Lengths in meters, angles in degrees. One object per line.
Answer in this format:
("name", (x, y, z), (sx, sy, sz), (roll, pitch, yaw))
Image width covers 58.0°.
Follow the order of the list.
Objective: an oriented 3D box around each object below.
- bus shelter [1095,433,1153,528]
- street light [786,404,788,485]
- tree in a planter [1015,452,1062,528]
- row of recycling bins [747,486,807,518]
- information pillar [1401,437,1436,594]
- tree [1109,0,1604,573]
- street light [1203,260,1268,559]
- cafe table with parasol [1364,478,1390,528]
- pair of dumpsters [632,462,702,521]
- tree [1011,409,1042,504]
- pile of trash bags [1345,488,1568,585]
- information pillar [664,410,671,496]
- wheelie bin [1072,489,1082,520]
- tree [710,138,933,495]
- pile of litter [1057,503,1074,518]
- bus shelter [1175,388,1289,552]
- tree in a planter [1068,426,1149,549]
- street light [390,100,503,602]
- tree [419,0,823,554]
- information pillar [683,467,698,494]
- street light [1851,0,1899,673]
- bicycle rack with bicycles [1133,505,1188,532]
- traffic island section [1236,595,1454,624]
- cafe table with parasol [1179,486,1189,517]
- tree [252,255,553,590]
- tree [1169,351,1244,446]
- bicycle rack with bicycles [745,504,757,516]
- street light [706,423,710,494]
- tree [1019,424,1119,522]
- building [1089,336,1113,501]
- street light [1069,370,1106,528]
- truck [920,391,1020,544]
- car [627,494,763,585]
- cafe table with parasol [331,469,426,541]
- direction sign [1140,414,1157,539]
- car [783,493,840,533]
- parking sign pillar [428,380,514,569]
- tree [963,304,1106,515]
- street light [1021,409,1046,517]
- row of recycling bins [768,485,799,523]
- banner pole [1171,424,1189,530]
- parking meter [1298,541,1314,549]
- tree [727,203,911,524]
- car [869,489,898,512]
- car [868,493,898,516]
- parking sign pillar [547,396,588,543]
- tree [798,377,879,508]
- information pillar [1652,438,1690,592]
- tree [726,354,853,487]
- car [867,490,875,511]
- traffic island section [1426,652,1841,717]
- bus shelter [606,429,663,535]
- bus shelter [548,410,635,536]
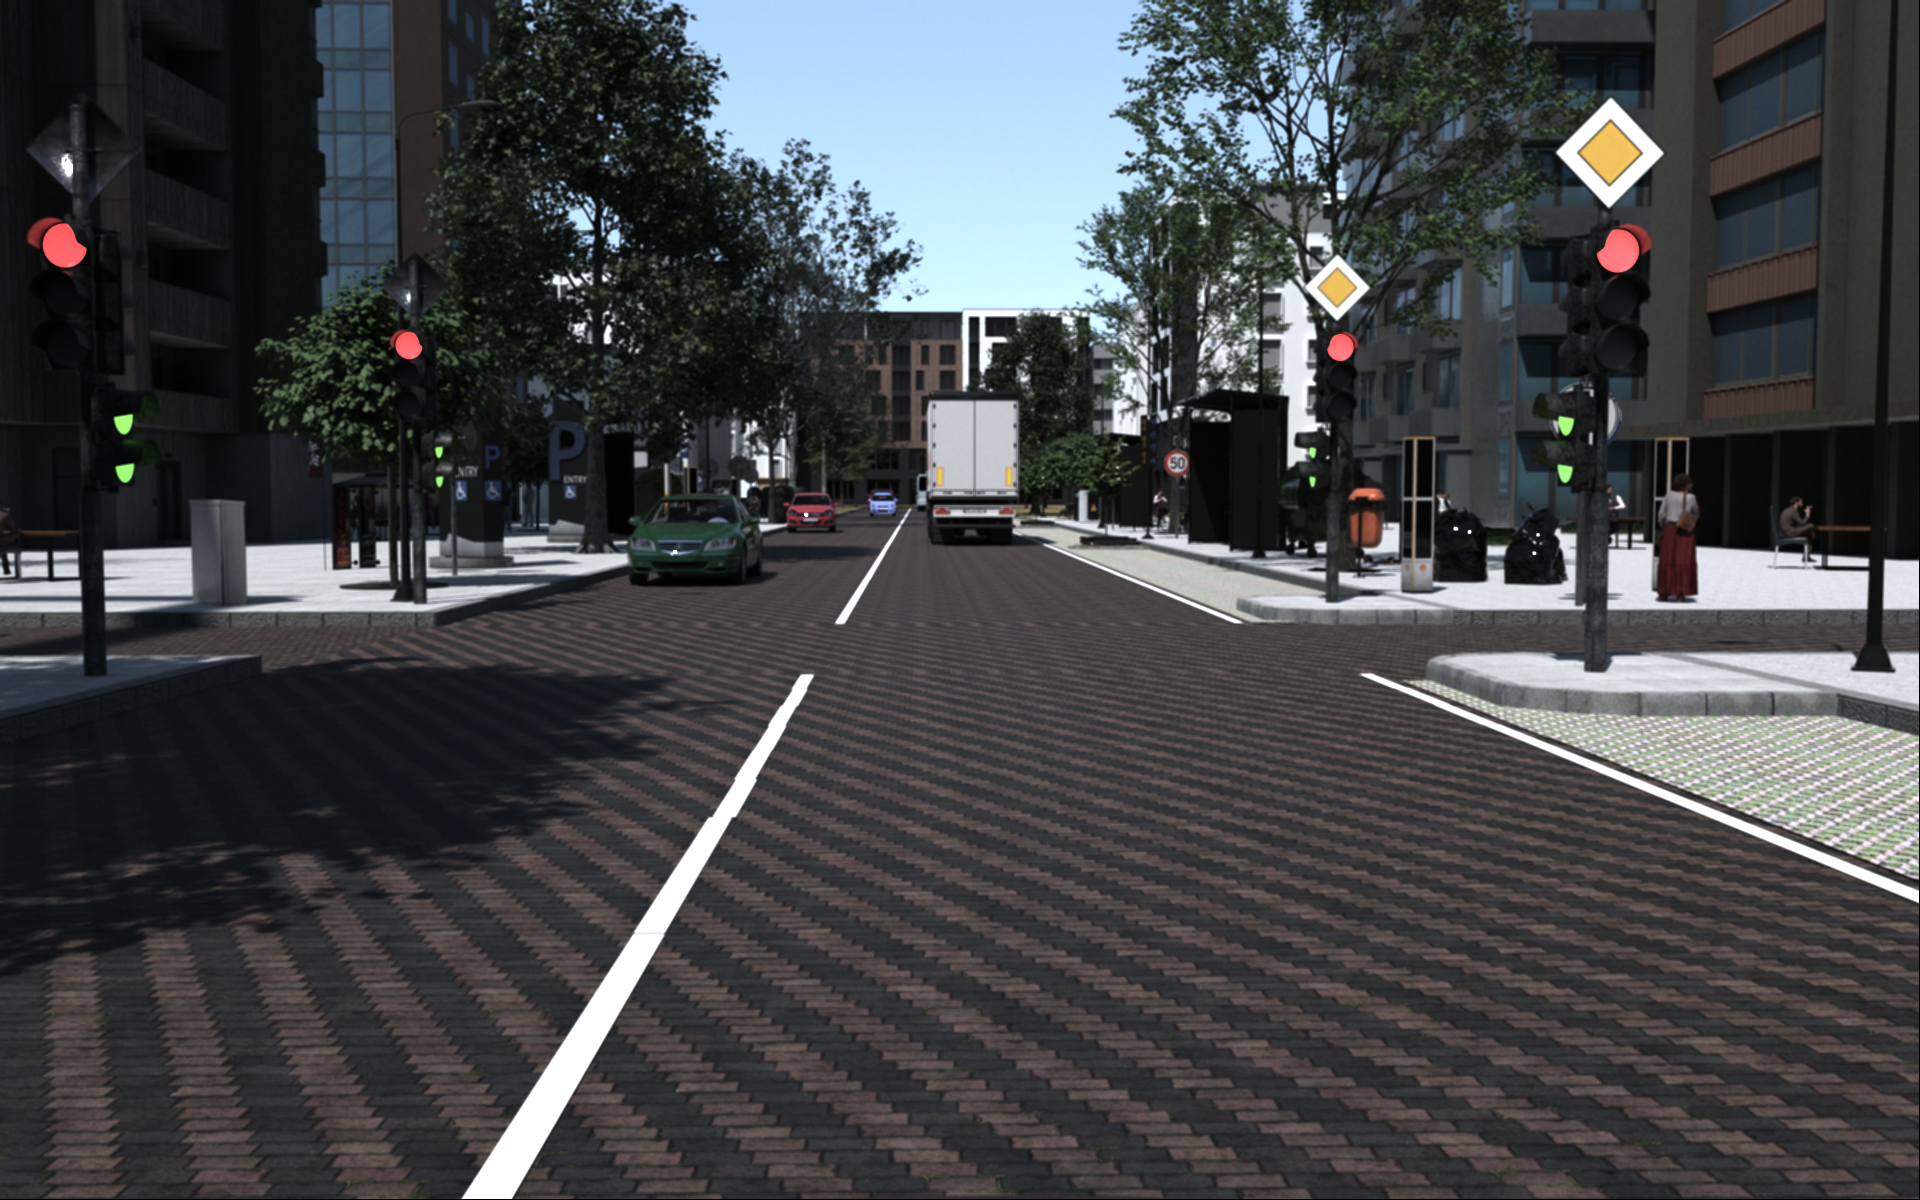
("bus shelter", (6.536, -4.772, 69.307), (1.731, 3.624, 6.357), (0, 4, -1))
("street light", (-7.657, -6.684, 81.823), (1.470, 5.913, 1.316), (0, 4, -1))
("tree in a planter", (3.205, -4.605, 72.513), (1.991, 3.239, 1.994), (0, 4, -1))
("row of recycling bins", (-9.865, -5.271, 93.291), (3.534, 1.692, 1.069), (1, 4, 19))
("information pillar", (5.921, -1.094, 22.385), (0.304, 2.012, 0.304), (-1, 4, -15))
("tree", (6.190, -6.270, 28.273), (9.928, 11.665, 9.643), (0, 3, 0))
("street light", (5.435, -3.785, 34.431), (1.470, 5.913, 1.316), (0, 4, -1))
("cafe table with parasol", (14.666, -3.561, 63.087), (2.610, 1.966, 2.610), (-1, 4, -19))
("pair of dumpsters", (-8.546, -2.943, 50.605), (1.574, 2.255, 4.437), (0, 4, -2))
("tree", (4.643, -13.242, 150.913), (8.767, 10.594, 7.601), (1, 4, 18))
("pile of trash bags", (7.407, -0.991, 25.963), (3.447, 1.369, 1.912), (3, 4, 37))
("information pillar", (-7.956, -3.412, 47.135), (0.183, 3.616, 0.504), (0, 3, 0))
("wheelie bin", (5.846, -4.673, 84.309), (0.693, 1.594, 0.980), (-1, 4, -15))
("tree", (-7.736, -14.342, 90.386), (12.611, 20.169, 13.585), (0, 3, 0))
("pile of litter", (6.049, -4.876, 93.692), (1.719, 0.858, 1.176), (0, 4, -3))
("bus shelter", (6.466, -3.080, 41.642), (1.731, 3.624, 6.357), (0, 4, -1))
("tree in a planter", (3.843, -2.944, 45.355), (1.991, 3.239, 1.994), (0, 4, -1))
("street light", (-6.095, -2.939, 20.590), (1.470, 5.913, 1.316), (0, 4, -1))
("tree", (-7.774, -7.353, 37.232), (9.611, 12.733, 9.660), (0, 3, 0))
("information pillar", (-7.243, -2.579, 46.653), (0.304, 2.012, 0.304), (-2, 4, -34))
("street light", (6.112, -2.440, 12.432), (1.470, 5.913, 1.316), (0, 4, -1))
("bicycle rack with bicycles", (7.369, -2.813, 59.378), (2.852, 0.926, 2.925), (2, 4, 35))
("traffic island section", (4.426, 0.109, 20.507), (2.009, 0.180, 2.903), (0, 4, -1))
("cafe table with parasol", (11.779, -4.910, 85.148), (2.610, 1.966, 2.610), (2, 4, 25))
("tree", (-7.714, -2.447, 23.716), (4.285, 4.588, 4.351), (0, 3, 0))
("tree", (12.678, -8.570, 90.474), (4.360, 8.622, 3.978), (0, 3, 0))
("bicycle rack with bicycles", (-9.845, -3.383, 68.687), (2.852, 0.926, 2.925), (0, 4, 7))
("street light", (-6.886, -4.794, 50.917), (1.470, 5.913, 1.316), (0, 4, -1))
("tree", (5.466, -6.329, 87.188), (4.285, 4.588, 4.351), (0, 3, 0))
("building", (20.079, -20.926, 198.554), (11.380, 20.091, 16.016), (0, 4, -1))
("street light", (4.772, -5.640, 64.761), (1.470, 5.913, 1.316), (0, 4, -1))
("truck", (0.226, -3.908, 52.804), (2.839, 4.237, 11.283), (0, 4, -2))
("car", (-4.360, -1.049, 28.955), (2.131, 1.459, 4.920), (0, 4, -1))
("cafe table with parasol", (-15.828, -2.604, 47.440), (2.610, 1.966, 2.610), (-1, 4, -20))
("direction sign", (5.380, -3.516, 49.481), (0.379, 3.537, 0.876), (-2, 4, -24))
("car", (-5.604, -3.462, 65.648), (2.155, 1.783, 4.494), (0, 4, -3))
("parking sign pillar", (-8.538, -2.550, 30.163), (1.447, 3.967, 1.447), (3, 4, 39))
("tree", (4.534, -11.494, 104.936), (9.611, 12.733, 9.660), (0, 3, 0))
("street light", (4.043, -7.495, 95.089), (1.470, 5.913, 1.316), (0, 4, -1))
("row of recycling bins", (-8.024, -4.383, 78.773), (1.069, 1.692, 3.534), (0, 4, -4))
("banner pole", (8.193, -4.558, 64.544), (0.863, 3.779, 0.401), (1, 4, 17))
("parking meter", (8.192, -1.988, 40.912), (0.372, 1.533, 0.369), (0, 3, 0))
("tree", (-7.997, -9.980, 73.538), (12.009, 13.543, 11.850), (0, 3, 0))
("car", (-6.007, -7.820, 136.534), (2.281, 1.827, 5.304), (0, 4, -1))
("car", (-4.993, -6.271, 112.119), (1.945, 1.707, 3.694), (0, 4, -3))
("parking sign pillar", (-10.316, -3.533, 46.238), (1.447, 3.967, 1.447), (1, 4, 17))
("tree", (-11.233, -14.784, 159.845), (7.486, 12.596, 7.792), (0, 3, 0))
("information pillar", (9.310, -1.114, 22.703), (0.304, 2.012, 0.304), (-1, 4, -15))
("tree", (-9.953, -10.356, 103.732), (7.601, 10.594, 8.767), (3, 5, 43))
("car", (-6.985, -8.677, 150.544), (2.281, 1.827, 5.304), (0, 4, -3))
("traffic island section", (4.613, 0.597, 12.524), (2.009, 0.180, 2.903), (0, 4, -1))
("bus shelter", (-10.600, -3.858, 57.006), (2.014, 3.302, 5.546), (0, 4, -1))
("bus shelter", (-10.483, -3.616, 50.412), (1.731, 3.624, 6.357), (0, 4, -1))
